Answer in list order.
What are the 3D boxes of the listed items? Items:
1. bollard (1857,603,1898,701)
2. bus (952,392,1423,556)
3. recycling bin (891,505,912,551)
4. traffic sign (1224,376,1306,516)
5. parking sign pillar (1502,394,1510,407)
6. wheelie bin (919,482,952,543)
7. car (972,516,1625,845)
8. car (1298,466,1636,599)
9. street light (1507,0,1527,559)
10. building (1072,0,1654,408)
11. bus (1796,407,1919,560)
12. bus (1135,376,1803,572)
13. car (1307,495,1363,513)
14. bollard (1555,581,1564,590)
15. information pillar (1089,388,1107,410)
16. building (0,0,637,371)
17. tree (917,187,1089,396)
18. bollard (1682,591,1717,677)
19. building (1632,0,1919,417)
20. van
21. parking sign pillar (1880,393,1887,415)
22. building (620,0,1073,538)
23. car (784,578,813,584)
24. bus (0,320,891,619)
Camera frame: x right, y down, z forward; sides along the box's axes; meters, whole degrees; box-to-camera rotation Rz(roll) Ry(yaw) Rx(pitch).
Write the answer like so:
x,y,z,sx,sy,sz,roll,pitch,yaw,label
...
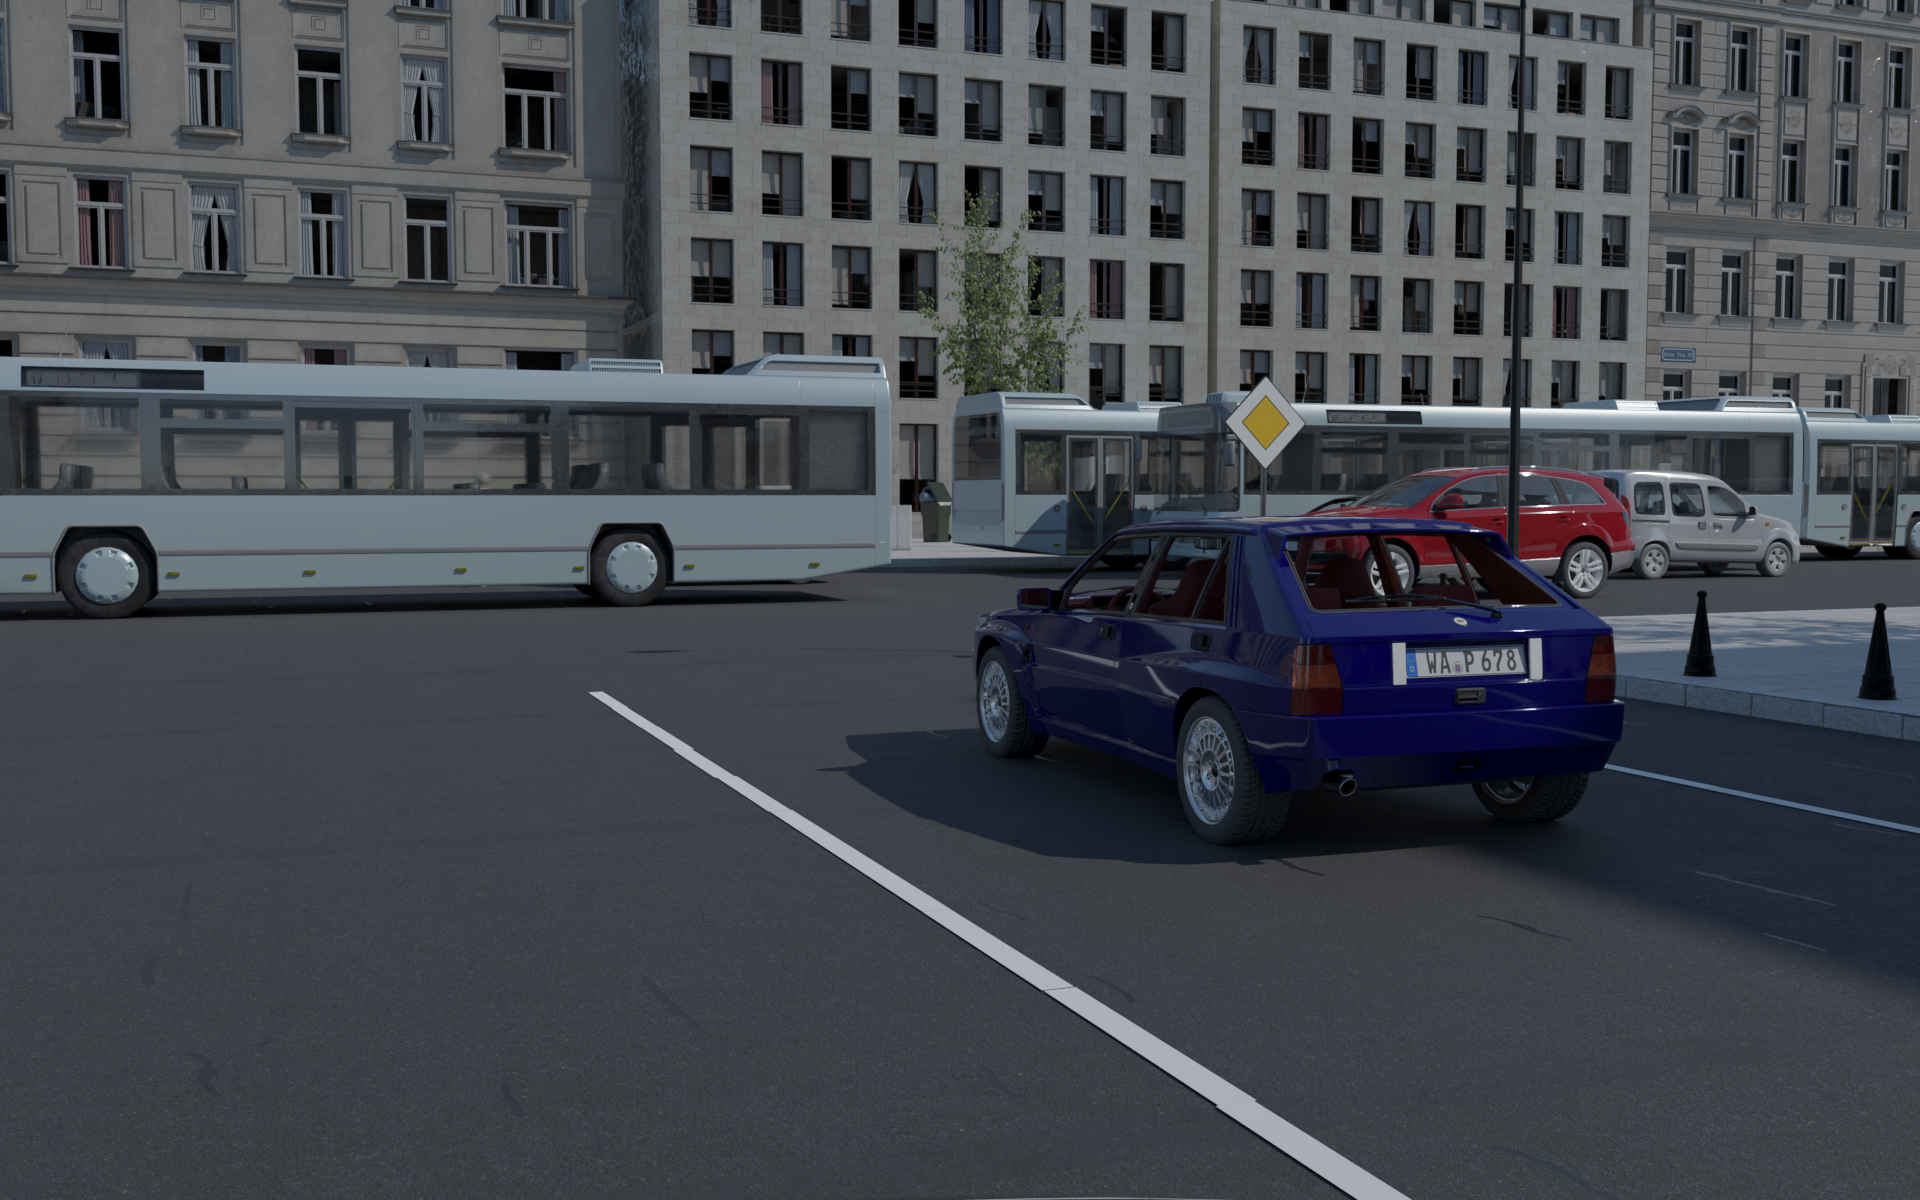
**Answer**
x,y,z,sx,sy,sz,roll,pitch,yaw,label
5.758,0.317,10.851,0.229,0.601,0.229,0,3,0,bollard
6.452,-2.422,34.453,13.247,3.499,2.948,-1,4,-22,bus
-1.548,-1.651,39.551,0.722,1.027,0.722,-1,4,-20,recycling bin
2.588,-0.683,14.802,0.795,2.450,0.064,-1,4,-21,traffic sign
15.006,-3.610,47.492,1.447,3.967,1.447,1,4,9,parking sign pillar
-0.669,-2.335,46.078,0.693,1.594,0.980,3,5,40,wheelie bin
1.377,0.244,8.595,1.945,1.354,3.894,-1,4,-20,car
6.818,-0.943,24.083,5.304,1.827,2.281,-1,4,-20,car
4.210,-2.564,14.462,1.470,5.913,1.316,-1,4,-21,street light
13.928,-12.629,61.230,16.860,20.320,10.420,-1,4,-21,building
23.395,-2.758,39.952,13.247,3.499,2.948,-1,4,-22,bus
9.184,-2.247,31.599,13.247,3.499,2.948,-1,4,-19,bus
6.178,-1.034,26.686,4.222,1.686,2.009,-1,4,-20,car
4.695,0.150,13.584,0.229,0.601,0.229,0,3,0,bollard
3.054,-2.874,38.341,0.504,3.616,0.183,-2,4,-29,information pillar
-25.144,-13.195,49.026,30.059,22.955,16.112,-1,4,-21,building
0.943,-5.579,41.584,4.737,8.622,4.395,0,3,0,tree
5.228,0.234,12.221,0.229,0.601,0.229,0,3,0,bollard
32.967,-16.677,69.934,25.104,27.353,12.463,-1,4,-21,building
12.626,-1.415,30.152,4.112,2.044,2.013,-1,4,-20,van
24.165,-3.500,45.695,1.447,3.967,1.447,2,4,29,parking sign pillar
-2.118,-12.224,54.608,16.860,20.320,10.420,-1,4,-21,building
-3.988,-1.095,27.686,4.222,1.686,2.009,-1,4,-23,car
-7.539,-1.648,21.811,13.247,3.499,2.948,-1,4,-21,bus
